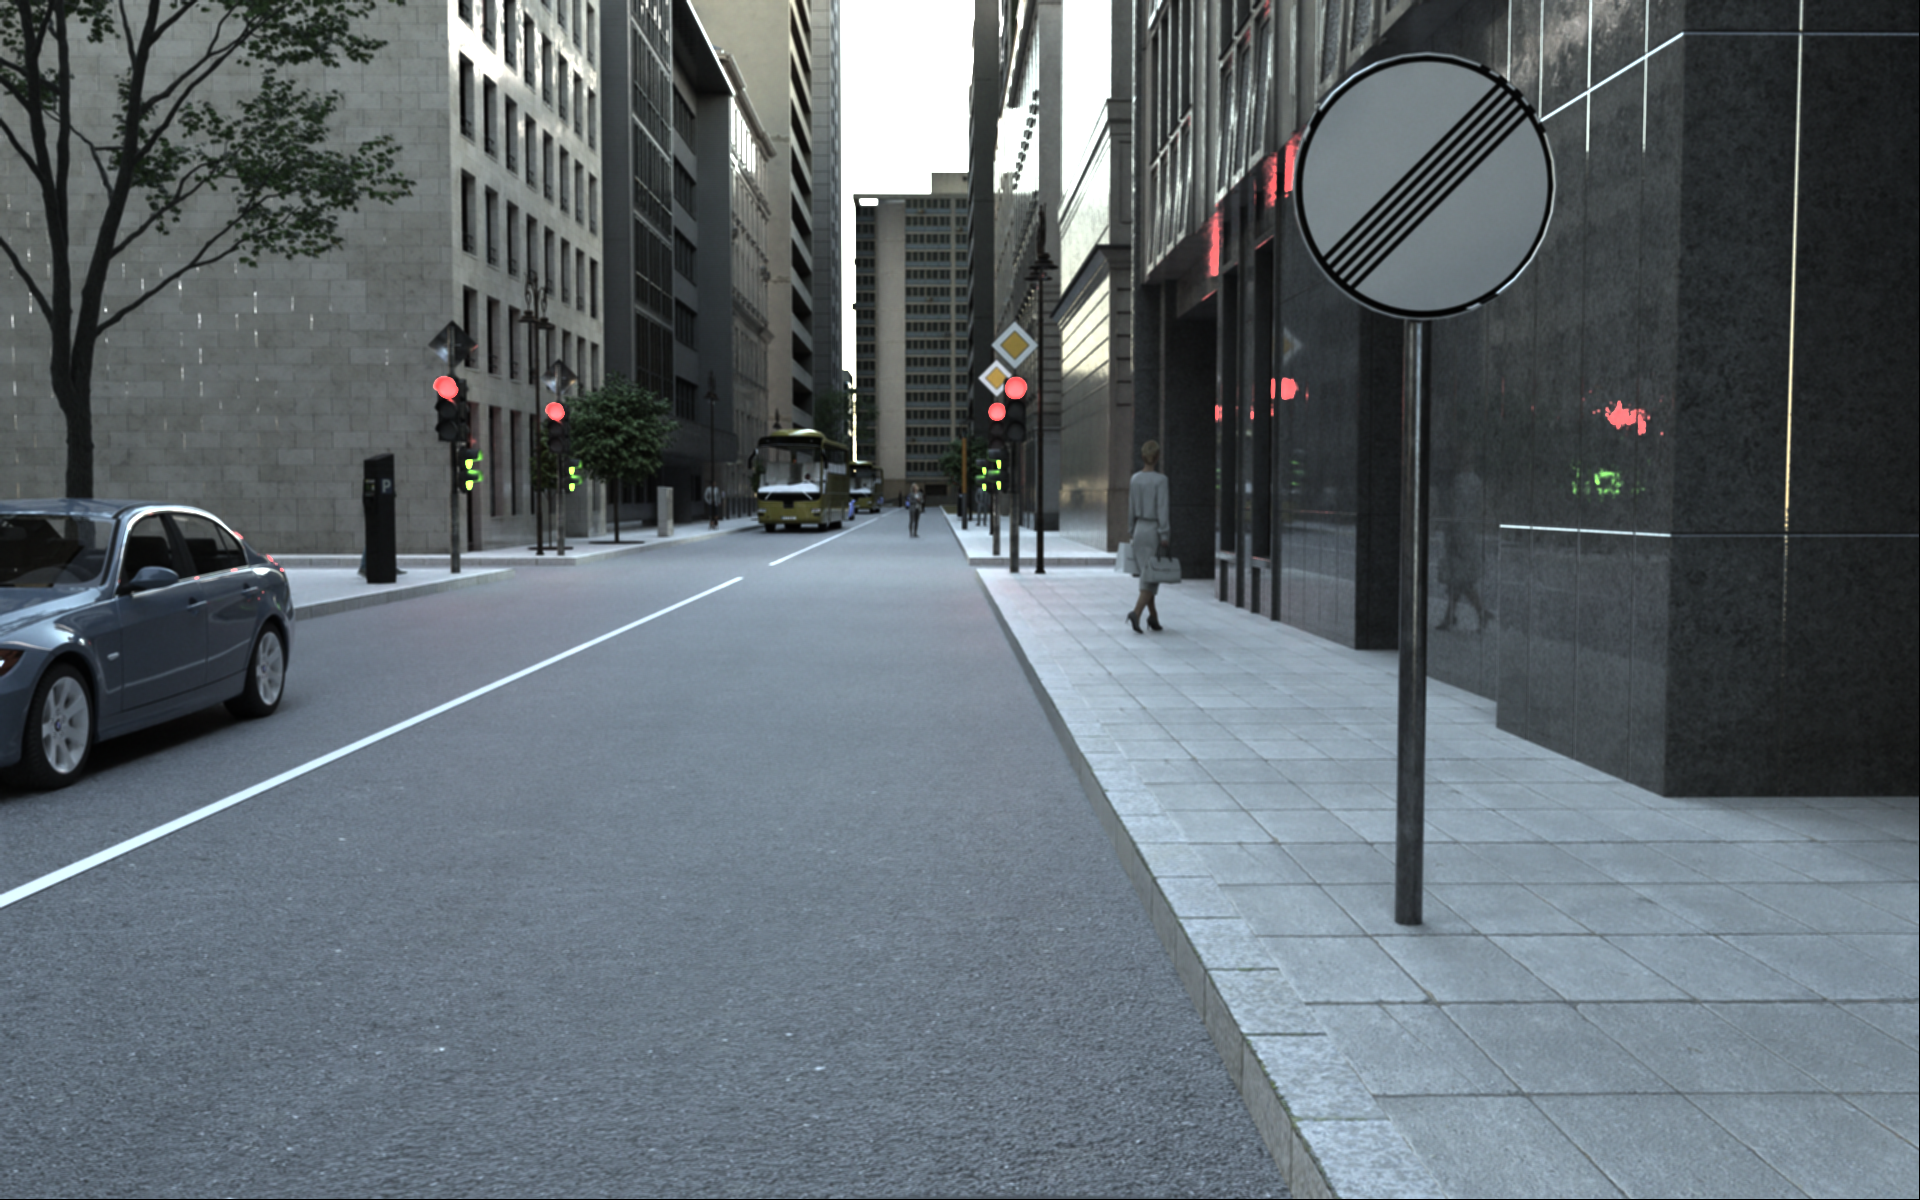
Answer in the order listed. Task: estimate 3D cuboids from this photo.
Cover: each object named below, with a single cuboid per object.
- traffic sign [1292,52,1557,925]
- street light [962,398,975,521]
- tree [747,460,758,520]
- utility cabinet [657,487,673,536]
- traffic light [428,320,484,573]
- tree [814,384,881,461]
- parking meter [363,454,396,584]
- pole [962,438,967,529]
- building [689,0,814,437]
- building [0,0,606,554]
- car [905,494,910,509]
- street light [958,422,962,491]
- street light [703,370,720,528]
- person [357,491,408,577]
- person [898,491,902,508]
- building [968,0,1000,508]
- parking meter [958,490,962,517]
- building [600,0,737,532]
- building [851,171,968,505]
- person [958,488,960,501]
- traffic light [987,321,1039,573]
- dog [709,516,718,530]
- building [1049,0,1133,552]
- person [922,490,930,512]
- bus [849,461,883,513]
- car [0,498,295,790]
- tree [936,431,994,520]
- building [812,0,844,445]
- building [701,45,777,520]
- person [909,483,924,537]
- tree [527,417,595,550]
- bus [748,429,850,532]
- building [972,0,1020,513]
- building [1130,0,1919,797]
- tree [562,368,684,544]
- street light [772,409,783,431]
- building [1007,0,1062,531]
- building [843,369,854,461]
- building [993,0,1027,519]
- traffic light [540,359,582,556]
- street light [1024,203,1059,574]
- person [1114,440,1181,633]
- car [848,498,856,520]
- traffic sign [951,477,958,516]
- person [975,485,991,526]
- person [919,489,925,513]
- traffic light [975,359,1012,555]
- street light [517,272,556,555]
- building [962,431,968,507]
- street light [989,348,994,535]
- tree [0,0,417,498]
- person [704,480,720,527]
[{"bbox_3d":[1.344,-0.306,5.111,0.768,2.556,0.104,0,4,-1],"label":"traffic sign"},{"bbox_3d":[0.477,-6.702,82.363,0.468,5.910,1.993,0,4,-1],"label":"street light"},{"bbox_3d":[-9.828,-5.551,85.368,1.663,3.219,1.824,0,3,0],"label":"tree"},{"bbox_3d":[-8.884,-2.668,52.294,0.318,1.500,1.173,0,4,-1],"label":"utility cabinet"},{"bbox_3d":[-8.189,-2.394,28.055,0.839,4.253,0.868,0,4,-1],"label":"traffic light"},{"bbox_3d":[-11.375,-14.468,162.301,9.928,11.665,9.643,0,3,0],"label":"tree"},{"bbox_3d":[-8.341,-1.173,24.892,0.255,1.863,0.399,2,4,26],"label":"parking meter"},{"bbox_3d":[0.168,-4.219,62.821,0.158,3.312,0.155,0,3,0],"label":"pole"},{"bbox_3d":[-21.687,-30.423,121.126,21.300,48.544,21.600,0,4,-1],"label":"building"},{"bbox_3d":[-16.009,-11.608,44.541,10.420,20.320,16.860,0,4,-1],"label":"building"},{"bbox_3d":[-4.273,-9.454,164.160,1.945,1.707,3.694,0,4,0],"label":"car"},{"bbox_3d":[0.023,-8.449,110.934,0.468,5.910,1.993,0,4,-1],"label":"street light"},{"bbox_3d":[-9.215,-5.608,64.471,0.468,5.910,1.993,0,4,-1],"label":"street light"},{"bbox_3d":[-8.859,-1.247,26.419,0.713,1.824,0.794,-2,4,-35],"label":"person"},{"bbox_3d":[-6.404,-10.778,184.853,0.705,1.807,1.348,-1,4,-12],"label":"person"},{"bbox_3d":[11.520,-31.841,144.306,21.300,48.544,21.600,0,4,-1],"label":"building"},{"bbox_3d":[0.066,-5.454,97.587,0.372,1.533,0.369,0,3,0],"label":"parking meter"},{"bbox_3d":[-17.561,-15.213,67.802,14.314,24.678,30.058,0,4,-1],"label":"building"},{"bbox_3d":[-0.969,-31.769,211.298,23.993,40.220,32.217,0,4,-1],"label":"building"},{"bbox_3d":[0.033,-7.963,136.950,0.721,1.736,1.217,0,4,6],"label":"person"},{"bbox_3d":[0.871,-2.403,28.213,0.839,4.253,0.868,0,4,-1],"label":"traffic light"},{"bbox_3d":[-8.759,-2.736,61.570,0.406,0.507,0.540,-1,4,-20],"label":"dog"},{"bbox_3d":[17.357,-12.943,44.900,30.059,22.955,16.112,0,4,-1],"label":"building"},{"bbox_3d":[-2.921,-7.835,137.314,1.217,1.735,0.721,3,4,37],"label":"person"},{"bbox_3d":[-7.436,-8.532,131.051,2.896,3.916,12.252,0,4,1],"label":"bus"},{"bbox_3d":[-5.266,0.130,9.883,2.014,1.417,4.499,0,4,-2],"label":"car"},{"bbox_3d":[0.522,-6.339,87.357,4.285,4.588,4.351,0,3,0],"label":"tree"},{"bbox_3d":[-22.598,-45.049,174.803,20.611,71.187,20.563,0,4,-1],"label":"building"},{"bbox_3d":[-17.423,-18.271,95.998,12.463,27.353,25.104,0,4,-1],"label":"building"},{"bbox_3d":[-1.445,-3.002,57.769,0.537,1.800,0.526,-1,4,-17],"label":"person"},{"bbox_3d":[-9.515,-2.771,39.908,1.663,3.219,1.824,0,3,0],"label":"tree"},{"bbox_3d":[-6.148,-4.737,68.994,2.896,3.916,12.252,0,4,1],"label":"bus"},{"bbox_3d":[11.207,-41.852,122.526,20.563,71.187,20.611,0,4,-1],"label":"building"},{"bbox_3d":[8.826,-12.144,16.574,12.078,24.808,19.932,0,4,-1],"label":"building"},{"bbox_3d":[-8.902,-3.761,45.211,4.285,4.588,4.351,0,3,0],"label":"tree"},{"bbox_3d":[-9.753,-7.324,92.542,0.468,5.910,1.993,0,4,-1],"label":"street light"},{"bbox_3d":[7.108,-13.411,68.427,9.793,20.994,18.267,0,4,-1],"label":"building"},{"bbox_3d":[-28.393,-54.582,205.088,31.000,86.520,22.319,0,4,-1],"label":"building"},{"bbox_3d":[12.079,-17.736,94.502,19.350,26.468,34.151,0,4,-1],"label":"building"},{"bbox_3d":[-8.315,-2.882,36.039,0.839,4.253,0.868,0,4,-1],"label":"traffic light"},{"bbox_3d":[1.297,-3.368,27.856,0.468,5.910,1.993,0,4,-1],"label":"street light"},{"bbox_3d":[1.720,-0.594,16.114,0.624,1.780,0.694,-2,4,-30],"label":"person"},{"bbox_3d":[-6.697,-5.251,95.449,1.945,1.707,3.694,0,4,-1],"label":"car"},{"bbox_3d":[-0.126,-6.084,99.578,0.768,2.556,0.104,0,4,7],"label":"traffic sign"},{"bbox_3d":[0.934,-3.915,70.150,0.635,1.810,0.391,0,4,-2],"label":"person"},{"bbox_3d":[-3.024,-7.569,132.262,0.705,1.824,1.348,3,4,38],"label":"person"},{"bbox_3d":[0.745,-2.892,36.197,0.839,4.253,0.868,0,4,-1],"label":"traffic light"},{"bbox_3d":[-8.839,-3.883,36.275,0.468,5.910,1.993,0,4,-1],"label":"street light"},{"bbox_3d":[11.634,-52.400,169.403,22.319,86.520,31.000,0,4,-1],"label":"building"},{"bbox_3d":[1.007,-4.988,54.344,0.468,5.910,1.993,0,4,-1],"label":"street light"},{"bbox_3d":[-9.202,-5.634,17.868,9.928,11.665,9.643,0,3,0],"label":"tree"},{"bbox_3d":[-9.646,-3.757,67.310,0.661,1.843,0.795,-2,4,-32],"label":"person"}]
